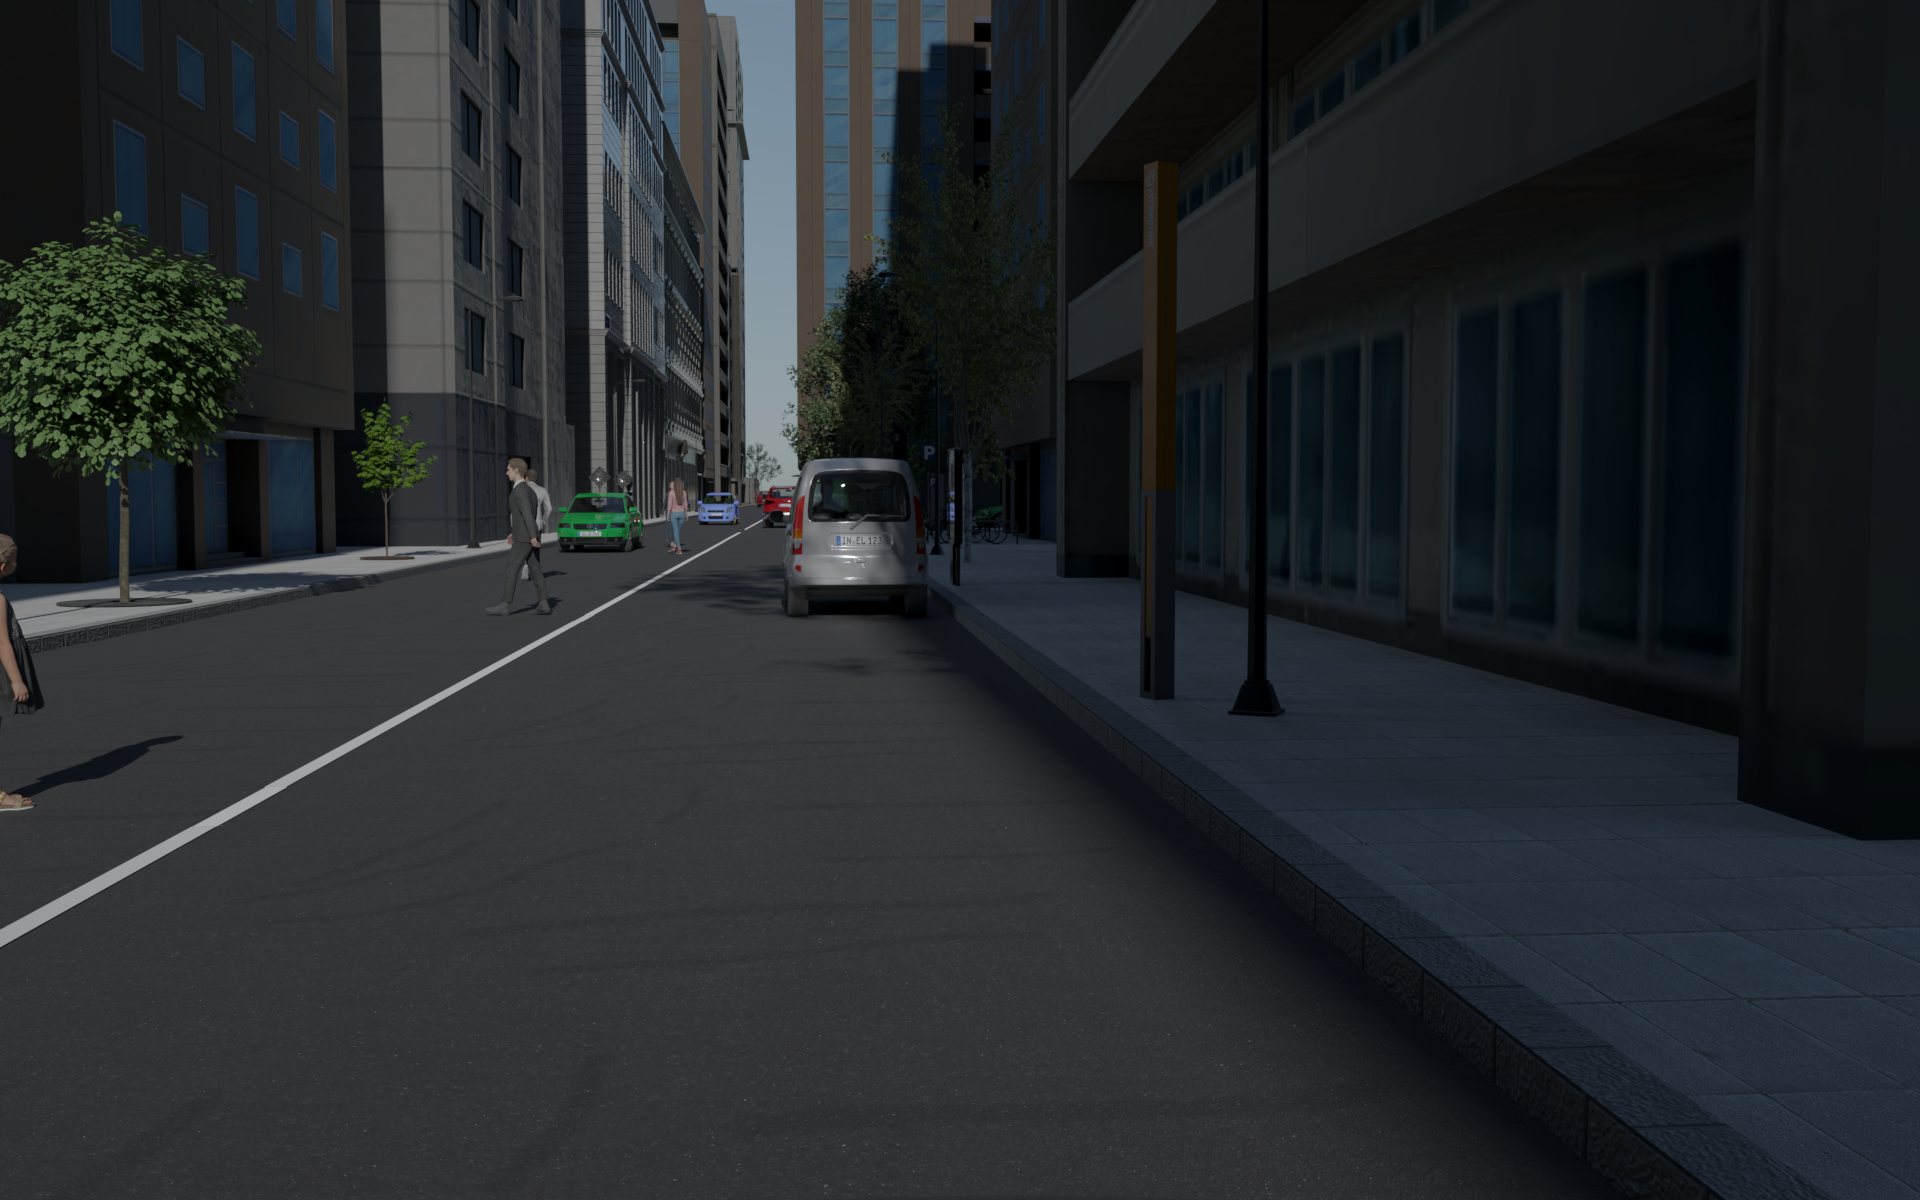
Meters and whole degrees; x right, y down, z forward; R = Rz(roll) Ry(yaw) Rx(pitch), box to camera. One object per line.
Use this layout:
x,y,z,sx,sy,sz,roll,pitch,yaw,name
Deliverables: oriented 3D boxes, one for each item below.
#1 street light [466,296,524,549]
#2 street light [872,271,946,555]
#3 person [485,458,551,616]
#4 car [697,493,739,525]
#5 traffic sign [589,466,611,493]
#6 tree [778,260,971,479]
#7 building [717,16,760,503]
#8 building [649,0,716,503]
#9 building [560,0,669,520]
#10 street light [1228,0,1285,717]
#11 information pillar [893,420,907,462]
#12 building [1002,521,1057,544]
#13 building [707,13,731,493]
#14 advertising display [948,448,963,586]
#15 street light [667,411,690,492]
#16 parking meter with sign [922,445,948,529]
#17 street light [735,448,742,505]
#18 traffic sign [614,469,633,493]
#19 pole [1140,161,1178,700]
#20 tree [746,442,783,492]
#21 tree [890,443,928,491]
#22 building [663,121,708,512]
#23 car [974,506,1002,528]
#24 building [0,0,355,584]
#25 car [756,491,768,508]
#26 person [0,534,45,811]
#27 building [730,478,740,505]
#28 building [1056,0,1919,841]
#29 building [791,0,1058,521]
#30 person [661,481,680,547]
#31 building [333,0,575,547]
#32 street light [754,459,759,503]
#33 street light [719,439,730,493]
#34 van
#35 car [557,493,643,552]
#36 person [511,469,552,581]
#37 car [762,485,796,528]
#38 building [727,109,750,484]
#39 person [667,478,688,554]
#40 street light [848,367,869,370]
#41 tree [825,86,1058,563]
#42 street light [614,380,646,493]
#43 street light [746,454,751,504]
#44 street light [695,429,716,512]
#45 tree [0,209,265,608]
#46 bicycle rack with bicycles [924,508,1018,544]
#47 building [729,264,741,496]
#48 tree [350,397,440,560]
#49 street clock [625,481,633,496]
-10.939,-4.172,40.748,1.470,5.913,1.316,0,4,-5,street light
-1.022,-3.903,36.351,1.470,5.913,1.316,0,4,-5,street light
-5.218,-0.744,20.443,0.755,1.850,0.659,0,4,5,person
-11.274,-4.368,81.013,1.945,1.707,3.694,0,4,-3,car
-12.996,-3.601,62.517,0.795,2.450,0.064,0,4,-5,traffic sign
-4.112,-10.262,84.795,9.611,12.733,9.660,0,3,0,tree
-41.656,-50.530,264.410,20.563,71.187,20.611,0,4,-5,building
-28.909,-30.641,151.084,14.600,45.320,14.200,0,4,-5,building
-20.970,-18.723,83.619,11.434,29.767,29.804,0,4,-5,building
1.196,-2.286,9.917,1.470,5.913,1.316,0,4,-5,street light
-1.909,-3.868,54.590,0.504,3.616,0.183,2,4,34,information pillar
8.499,-24.436,49.636,14.600,45.320,14.200,0,4,-5,building
-33.724,-33.326,168.579,21.300,48.544,21.600,0,4,-5,building
-0.070,-1.181,24.516,0.123,1.923,0.974,0,4,-6,advertising display
-15.784,-7.606,96.906,1.470,5.913,1.316,0,4,-5,street light
-0.840,-4.046,62.407,0.543,3.016,1.738,1,4,16,parking meter with sign
-22.449,-12.259,172.979,1.470,5.913,1.316,0,4,-5,street light
-13.687,-4.087,70.472,0.795,2.450,0.064,0,4,-5,traffic sign
1.240,-1.036,10.788,0.158,3.312,0.155,0,3,0,pole
-34.915,-22.484,302.017,8.767,10.594,7.601,0,4,-4,tree
-1.842,-3.936,58.955,1.663,3.219,1.824,0,3,0,tree
-27.172,-21.021,120.116,17.030,29.872,44.131,0,4,-5,building
2.902,-3.703,69.334,4.718,1.807,1.959,0,4,-6,car
-19.687,-23.206,29.533,14.600,45.320,14.200,0,4,-5,building
-20.690,-10.809,185.394,2.281,1.827,5.304,0,4,-4,car
-4.386,0.321,7.915,0.373,1.253,0.362,-3,4,-37,person
-40.964,-30.558,191.498,32.217,40.220,23.993,0,4,-5,building
13.035,-24.011,16.284,21.300,48.544,21.600,0,4,-5,building
-2.464,-27.488,99.537,14.600,45.320,14.200,0,4,-5,building
-7.792,-2.324,46.912,0.576,1.772,0.534,-1,4,-19,person
-23.301,-37.385,49.504,20.611,71.187,20.563,0,4,-5,building
-27.370,-15.725,229.642,1.470,5.913,1.316,0,4,-5,street light
-20.217,-10.644,146.569,1.470,5.913,1.316,0,4,-5,street light
-1.370,-0.898,21.687,2.013,2.044,4.112,0,4,-7,van
-9.106,-2.152,43.986,1.959,1.807,4.718,0,4,-5,car
-7.080,-1.241,28.637,0.661,1.843,0.795,-1,4,-17,person
-7.382,-4.022,74.435,2.281,1.827,5.304,0,4,-3,car
-43.835,-39.807,240.084,28.713,52.752,27.495,0,4,-5,building
-6.742,-2.013,41.415,0.555,1.821,0.388,-3,5,-43,person
-3.396,-5.550,63.277,1.470,5.913,1.316,0,4,-5,street light
0.394,-5.002,32.152,4.737,8.622,4.395,0,3,0,tree
-13.437,-5.980,70.312,1.470,5.913,1.316,0,4,-5,street light
-24.788,-13.876,199.406,1.470,5.913,1.316,0,4,-5,street light
-18.226,-9.221,123.297,1.470,5.913,1.316,0,4,-5,street light
-9.801,-2.221,20.033,4.285,4.588,4.351,0,3,0,tree
0.112,-1.914,44.670,2.925,0.926,2.852,-1,4,-21,bicycle rack with bicycles
-34.171,-26.897,211.469,14.160,30.474,14.107,0,4,-5,building
-11.275,-2.394,33.742,1.663,3.219,1.824,0,3,0,tree
-13.680,-4.099,71.582,0.358,2.002,0.471,0,4,-1,street clock
